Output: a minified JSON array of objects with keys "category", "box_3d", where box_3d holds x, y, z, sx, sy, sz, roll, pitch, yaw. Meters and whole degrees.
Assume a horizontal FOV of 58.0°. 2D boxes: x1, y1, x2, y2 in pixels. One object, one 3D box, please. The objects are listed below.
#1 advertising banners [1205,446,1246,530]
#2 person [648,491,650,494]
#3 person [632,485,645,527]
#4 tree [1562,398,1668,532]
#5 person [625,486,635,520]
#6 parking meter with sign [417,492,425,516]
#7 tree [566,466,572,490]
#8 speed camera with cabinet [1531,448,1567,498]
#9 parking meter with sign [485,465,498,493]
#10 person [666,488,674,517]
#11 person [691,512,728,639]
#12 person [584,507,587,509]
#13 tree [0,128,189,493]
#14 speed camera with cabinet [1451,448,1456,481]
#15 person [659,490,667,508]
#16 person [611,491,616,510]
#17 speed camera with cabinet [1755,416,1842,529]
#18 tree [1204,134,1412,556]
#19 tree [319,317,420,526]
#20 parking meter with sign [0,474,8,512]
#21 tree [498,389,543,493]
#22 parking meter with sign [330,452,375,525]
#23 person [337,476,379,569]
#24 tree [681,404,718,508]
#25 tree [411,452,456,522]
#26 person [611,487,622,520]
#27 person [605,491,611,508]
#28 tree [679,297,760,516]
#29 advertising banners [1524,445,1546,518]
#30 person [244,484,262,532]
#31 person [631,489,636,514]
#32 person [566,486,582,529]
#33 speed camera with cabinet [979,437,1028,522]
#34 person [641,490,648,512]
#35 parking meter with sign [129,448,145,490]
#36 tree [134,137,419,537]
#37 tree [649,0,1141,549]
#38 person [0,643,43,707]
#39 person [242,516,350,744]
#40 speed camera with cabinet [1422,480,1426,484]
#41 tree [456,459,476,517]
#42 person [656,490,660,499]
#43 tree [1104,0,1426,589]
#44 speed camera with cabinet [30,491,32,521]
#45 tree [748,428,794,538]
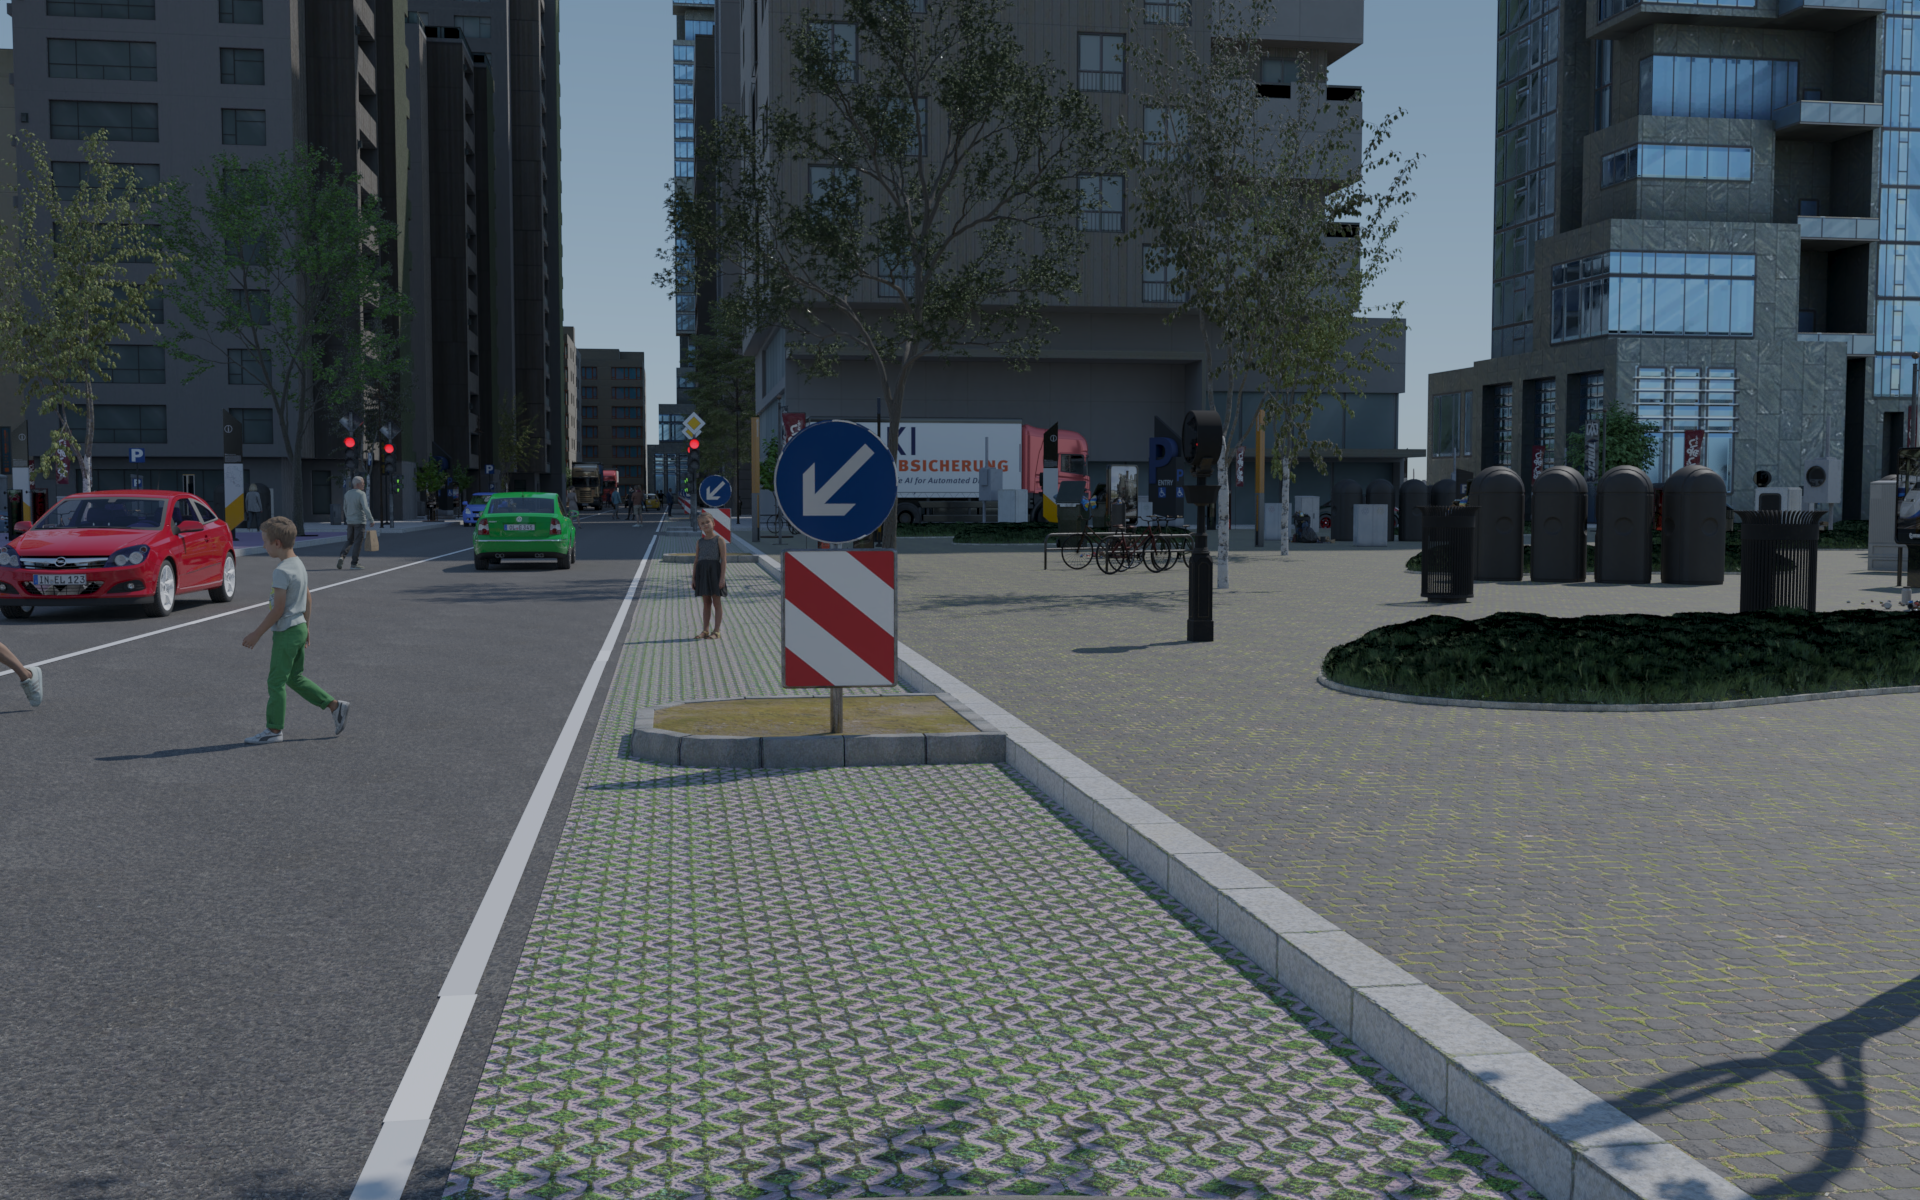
[{"category":"advertising banners","box_3d":[9.545,-4.036,62.184,2.074,3.025,0.090,-3,4,-37]},{"category":"person","box_3d":[-38.746,-12.678,215.918,0.705,1.807,1.348,-2,4,-29]},{"category":"person","box_3d":[-14.156,-4.144,76.227,0.573,1.828,0.580,0,4,-3]},{"category":"tree","box_3d":[22.389,-4.610,59.089,4.285,4.588,4.351,0,3,0]},{"category":"person","box_3d":[-18.251,-5.393,96.036,0.648,1.900,0.474,3,5,42]},{"category":"parking meter with sign","box_3d":[-31.654,-6.351,100.096,1.738,3.016,0.543,2,4,29]},{"category":"tree","box_3d":[-42.343,-12.242,183.869,4.285,4.588,4.351,0,3,0]},{"category":"speed camera with cabinet","box_3d":[25.565,-4.927,74.897,0.660,3.252,2.038,-1,4,-17]},{"category":"parking meter with sign","box_3d":[-27.901,-6.563,103.567,0.543,3.016,1.738,0,4,-1]},{"category":"person","box_3d":[-18.348,-6.168,109.532,0.419,1.800,0.721,1,4,17]},{"category":"person","box_3d":[-2.462,-0.235,17.018,0.362,1.253,0.373,2,4,27]},{"category":"person","box_3d":[-36.861,-9.843,169.874,0.683,1.767,0.568,2,4,33]},{"category":"tree","box_3d":[-17.560,-5.123,34.123,4.737,8.622,4.395,0,3,0]},{"category":"speed camera with cabinet","box_3d":[21.051,-4.822,73.181,0.660,3.252,2.038,1,4,18]},{"category":"person","box_3d":[-30.464,-10.298,176.500,1.348,1.869,0.705,0,4,6]},{"category":"person","box_3d":[-31.579,-9.085,157.777,0.721,1.736,1.217,0,4,7]},{"category":"speed camera with cabinet","box_3d":[21.541,-3.072,44.556,0.660,3.252,2.038,-2,4,-30]},{"category":"tree","box_3d":[7.018,-5.240,36.034,4.737,8.622,4.395,0,3,0]},{"category":"tree","box_3d":[-23.611,-7.250,68.907,4.360,8.622,3.978,0,3,0]},{"category":"parking meter with sign","box_3d":[-37.360,-4.339,67.197,0.543,3.016,1.738,2,4,34]},{"category":"tree","box_3d":[-31.697,-10.484,121.768,4.737,8.622,4.395,0,3,0]},{"category":"parking meter with sign","box_3d":[-25.336,-4.643,72.178,1.738,3.016,0.543,-3,4,-38]},{"category":"person","box_3d":[-11.449,-1.465,32.941,0.782,1.767,0.515,2,4,27]},{"category":"tree","box_3d":[-19.768,-11.387,136.538,4.737,8.622,4.395,0,3,0]},{"category":"tree","box_3d":[-24.541,-5.230,80.104,1.663,3.219,1.824,0,3,0]},{"category":"person","box_3d":[-19.317,-5.424,97.037,0.748,1.841,0.638,-3,5,-44]},{"category":"person","box_3d":[-36.555,-10.462,180.005,0.683,1.767,0.568,0,4,1]},{"category":"tree","box_3d":[-12.642,-11.100,99.608,7.486,12.596,7.792,0,3,0]},{"category":"advertising banners","box_3d":[19.977,-4.028,62.041,2.074,3.025,0.090,0,4,-7]},{"category":"person","box_3d":[-24.774,-3.173,60.560,0.709,1.800,0.728,1,4,9]},{"category":"person","box_3d":[-22.867,-6.886,121.434,0.599,1.781,0.374,2,4,34]},{"category":"person","box_3d":[-15.974,-3.845,71.704,0.599,1.781,0.374,1,4,18]},{"category":"speed camera with cabinet","box_3d":[1.490,-3.987,59.525,0.660,3.252,2.038,-3,4,-37]},{"category":"person","box_3d":[-25.535,-8.022,140.063,0.834,1.777,0.661,0,4,4]},{"category":"parking meter with sign","box_3d":[-31.538,-4.293,66.453,0.543,3.016,1.738,-2,4,-25]},{"category":"tree","box_3d":[-20.101,-7.715,51.893,9.928,11.665,9.643,0,3,0]},{"category":"tree","box_3d":[-1.277,-5.789,29.067,8.767,10.594,7.601,0,4,4]},{"category":"person","box_3d":[-6.374,-0.119,11.188,0.466,1.731,0.760,2,4,31]},{"category":"person","box_3d":[-3.848,0.166,10.035,0.590,1.304,0.306,-2,4,-27]},{"category":"speed camera with cabinet","box_3d":[29.872,-7.238,112.672,0.660,3.252,2.038,-1,4,-15]},{"category":"tree","box_3d":[-28.023,-6.231,96.479,1.663,3.219,1.824,0,3,0]},{"category":"person","box_3d":[-29.737,-9.876,170.074,0.705,1.812,1.348,-2,4,-29]},{"category":"tree","box_3d":[3.673,-4.449,23.104,4.360,8.622,3.978,0,3,0]},{"category":"speed camera with cabinet","box_3d":[-43.464,-5.302,81.021,2.038,3.252,0.660,0,4,-3]},{"category":"tree","box_3d":[-5.499,-3.450,51.013,1.663,3.219,1.824,0,3,0]}]
